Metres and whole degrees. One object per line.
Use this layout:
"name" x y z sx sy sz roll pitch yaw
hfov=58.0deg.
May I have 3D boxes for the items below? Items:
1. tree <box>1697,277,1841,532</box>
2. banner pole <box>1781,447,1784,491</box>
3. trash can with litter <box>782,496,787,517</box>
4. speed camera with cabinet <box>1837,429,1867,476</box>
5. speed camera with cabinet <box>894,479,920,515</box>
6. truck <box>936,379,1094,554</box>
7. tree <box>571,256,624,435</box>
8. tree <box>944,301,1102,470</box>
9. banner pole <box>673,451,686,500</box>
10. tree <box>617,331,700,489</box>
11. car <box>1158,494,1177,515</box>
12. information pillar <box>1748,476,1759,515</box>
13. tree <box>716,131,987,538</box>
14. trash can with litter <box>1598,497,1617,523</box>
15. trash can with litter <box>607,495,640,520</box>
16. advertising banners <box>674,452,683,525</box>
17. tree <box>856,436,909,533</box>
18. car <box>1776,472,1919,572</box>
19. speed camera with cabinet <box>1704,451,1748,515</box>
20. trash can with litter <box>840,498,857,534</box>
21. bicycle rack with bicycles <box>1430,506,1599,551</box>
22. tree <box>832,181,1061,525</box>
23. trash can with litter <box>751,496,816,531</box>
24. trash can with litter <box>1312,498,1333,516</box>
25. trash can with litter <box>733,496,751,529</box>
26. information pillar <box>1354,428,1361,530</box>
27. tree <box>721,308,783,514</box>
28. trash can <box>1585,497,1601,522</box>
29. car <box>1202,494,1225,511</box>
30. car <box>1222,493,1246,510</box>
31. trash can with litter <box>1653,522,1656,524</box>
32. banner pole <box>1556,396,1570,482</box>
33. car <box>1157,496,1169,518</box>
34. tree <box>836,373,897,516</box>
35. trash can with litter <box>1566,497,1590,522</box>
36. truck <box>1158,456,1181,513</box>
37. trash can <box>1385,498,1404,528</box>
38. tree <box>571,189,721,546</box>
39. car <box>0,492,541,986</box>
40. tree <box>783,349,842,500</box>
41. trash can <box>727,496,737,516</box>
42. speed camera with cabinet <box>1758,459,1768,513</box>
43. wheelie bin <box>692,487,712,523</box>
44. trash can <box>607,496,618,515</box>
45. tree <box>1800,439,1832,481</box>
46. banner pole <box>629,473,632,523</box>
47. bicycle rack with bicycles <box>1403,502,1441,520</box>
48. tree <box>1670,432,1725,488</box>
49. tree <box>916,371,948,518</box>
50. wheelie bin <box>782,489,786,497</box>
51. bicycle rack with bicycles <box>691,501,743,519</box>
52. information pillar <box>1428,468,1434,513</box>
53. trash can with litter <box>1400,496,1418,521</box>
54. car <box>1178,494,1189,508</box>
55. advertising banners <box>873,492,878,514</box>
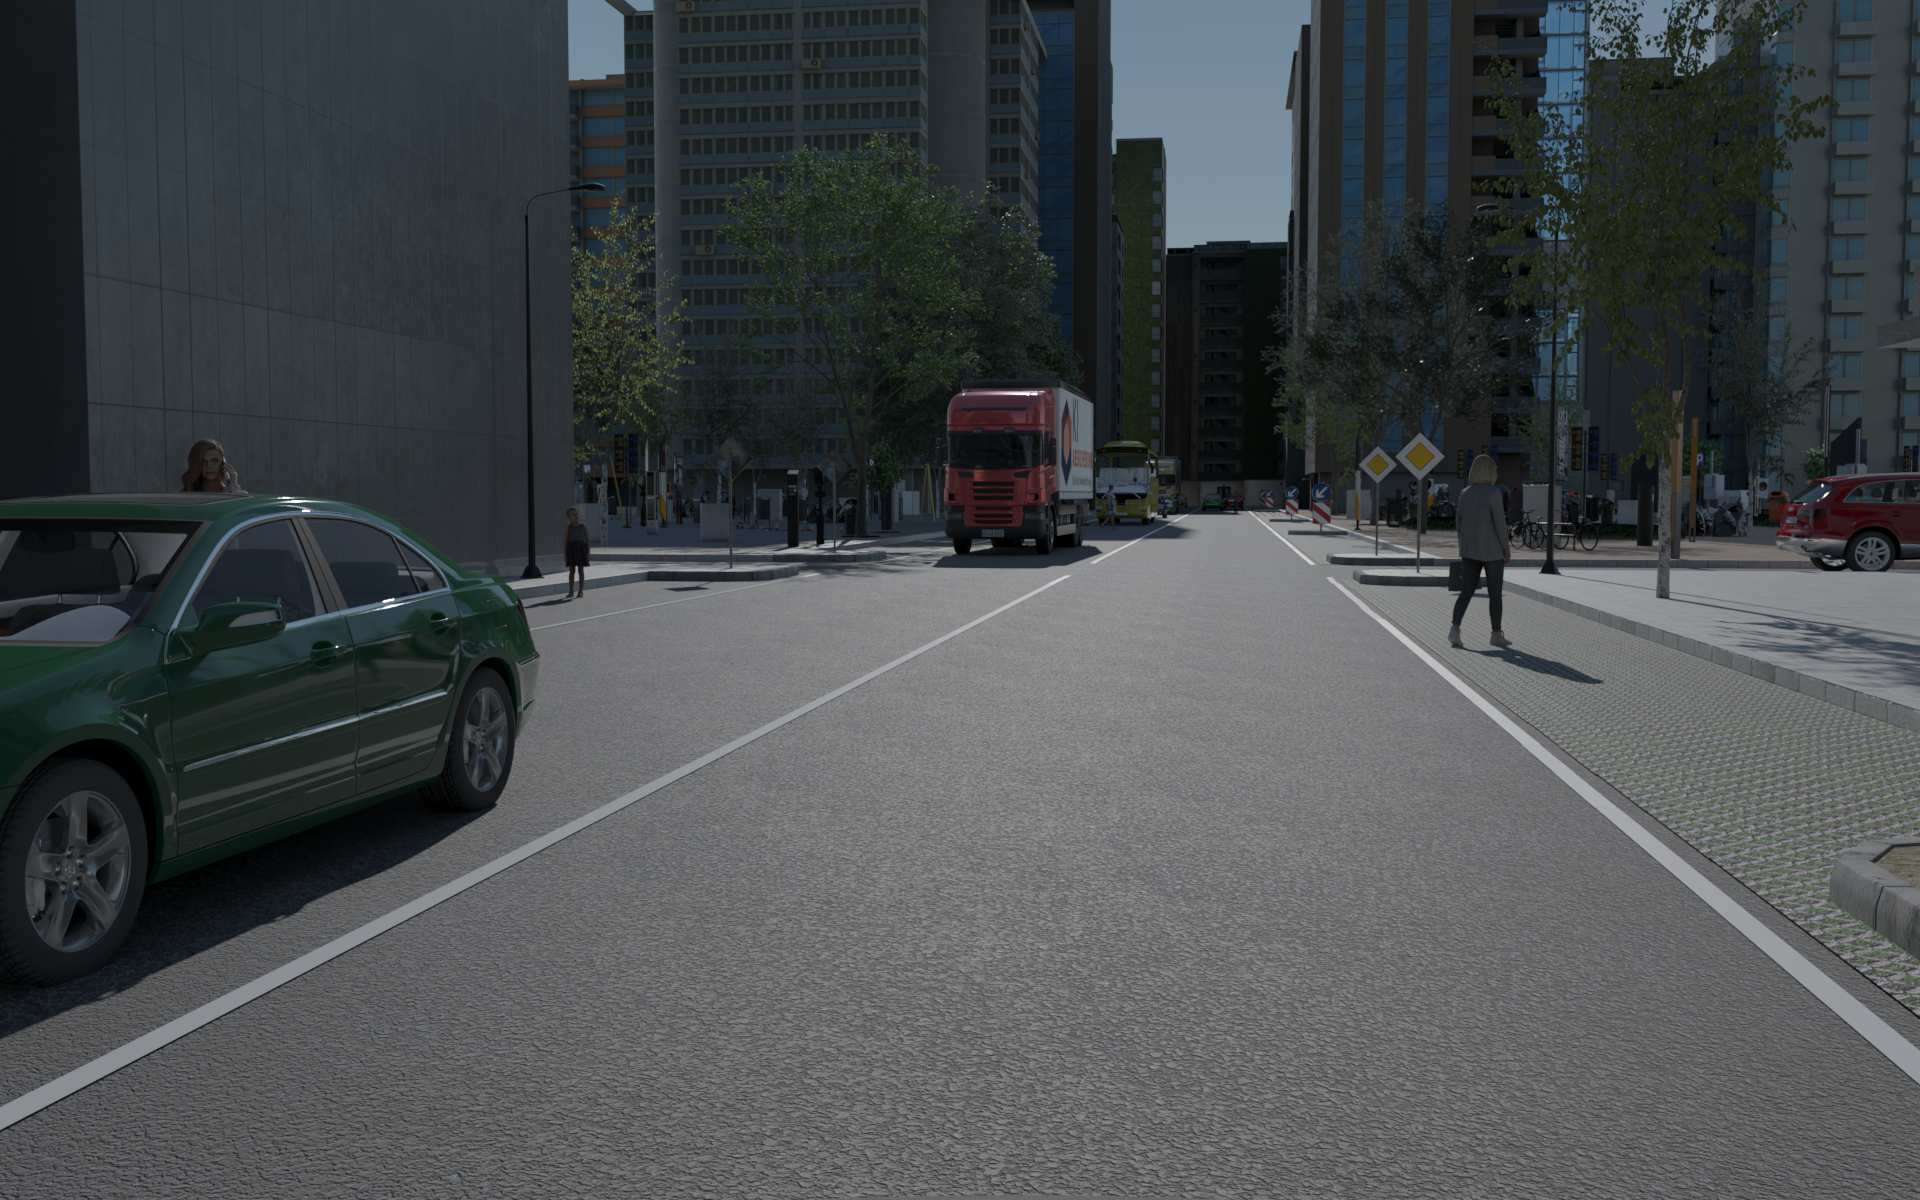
"tree" 27.132 -6.630 58.766 4.360 8.622 3.978 0 3 0
"banner pole" 44.051 -6.292 92.883 0.401 3.779 0.863 1 4 23
"trash can with litter" -9.619 -5.279 97.698 1.055 1.170 0.624 1 4 11
"speed camera with cabinet" 27.918 -3.607 53.305 2.038 3.252 0.660 -2 4 -24
"speed camera with cabinet" -3.306 -6.798 105.480 0.660 3.252 2.038 -3 5 -41
"truck" 1.643 -3.408 44.627 2.839 4.237 11.283 1 4 10
"tree" -14.483 -7.483 56.756 7.601 10.594 8.767 0 4 6
"tree" 3.787 -11.210 100.295 9.611 12.733 9.660 0 3 0
"banner pole" -16.218 -6.795 101.120 0.401 3.779 0.863 3 5 39
"tree" -13.960 -7.846 78.651 4.737 8.622 4.395 0 3 0
"car" 13.987 -6.611 119.888 2.131 1.459 4.920 1 4 10
"information pillar" 32.720 -4.094 71.435 0.304 2.012 0.304 3 5 45
"tree" -3.033 -7.664 51.059 9.928 11.665 9.643 0 3 0
"trash can with litter" 27.572 -3.783 73.236 1.055 1.170 0.624 0 4 -5
"trash can with litter" -17.237 -4.653 87.128 2.233 1.210 1.678 1 4 14
"advertising banners" -11.897 -4.704 73.095 0.090 3.025 2.074 0 4 0
"tree" -2.628 -3.828 57.188 1.663 3.219 1.824 0 3 0
"car" 17.579 -1.371 31.086 5.304 1.827 2.281 0 4 7
"speed camera with cabinet" 34.700 -5.142 78.403 0.660 3.252 2.038 -2 4 -25
"trash can with litter" -3.542 -2.667 54.988 0.624 1.170 1.055 -2 4 -25
"bicycle rack with bicycles" 12.920 -1.628 39.994 2.852 0.926 2.925 -1 4 -13
"tree" -0.509 -10.067 71.252 9.857 13.997 8.962 0 3 0
"trash can with litter" -5.975 -3.023 60.481 2.233 1.210 1.678 0 4 2
"trash can with litter" 20.262 -5.226 96.831 1.055 1.170 0.624 0 4 -7
"trash can with litter" -7.590 -3.236 63.967 2.233 1.210 1.678 1 4 16
"information pillar" 14.148 -4.295 61.581 0.183 3.616 0.504 1 4 22
"tree" -9.650 -7.285 69.466 4.360 8.622 3.978 0 3 0
"trash can" 29.345 -4.202 80.363 0.748 1.137 0.748 0 3 0
"car" 21.731 -8.551 148.600 1.959 1.807 4.718 1 4 10
"car" 24.890 -9.083 157.547 2.155 1.783 4.494 1 4 9
"trash can with litter" 26.770 -3.414 66.874 1.678 1.210 2.233 2 4 34
"banner pole" 14.989 -3.266 43.410 0.401 3.779 0.863 -1 4 -16
"car" 11.654 -5.637 104.744 1.945 1.354 3.894 0 4 8
"tree" -5.306 -9.137 99.754 4.737 8.622 4.395 0 3 0
"trash can with litter" 25.426 -3.652 71.104 1.055 1.170 0.624 2 4 26
"truck" 15.257 -8.671 130.681 2.839 4.237 11.283 1 4 9
"trash can" 16.712 -3.362 66.614 0.748 1.137 0.748 0 3 0
"tree" -8.733 -5.651 42.759 4.360 8.622 3.978 0 3 0
"car" -3.251 0.314 6.670 2.131 1.459 4.920 1 4 9
"tree" -8.091 -8.371 87.226 4.360 8.622 3.978 0 3 0
"trash can" -13.607 -5.562 102.599 0.748 1.137 0.748 0 3 0
"speed camera with cabinet" 44.979 -6.384 98.713 2.038 3.252 0.660 -1 4 -10
"wheelie bin" -11.365 -4.187 76.367 0.980 1.594 0.693 3 5 44
"trash can" -21.517 -5.835 107.049 0.748 1.137 0.748 0 3 0
"tree" 51.813 -7.304 103.128 4.285 4.588 4.351 0 3 0
"banner pole" -14.415 -5.248 75.819 0.401 3.779 0.863 0 4 -4
"bicycle rack with bicycles" 22.489 -4.301 83.704 2.852 0.926 2.925 0 4 1
"tree" 37.534 -6.436 88.946 4.285 4.588 4.351 0 3 0
"tree" -1.077 -8.702 92.641 4.360 8.622 3.978 0 3 0
"wheelie bin" -11.175 -6.044 106.726 0.980 1.594 0.693 1 4 11
"bicycle rack with bicycles" -12.334 -4.669 89.721 2.925 0.926 2.852 -3 5 -41
"information pillar" 25.284 -6.244 93.446 0.504 3.616 0.183 0 4 1
"trash can with litter" 18.670 -3.708 72.008 1.055 1.170 0.624 1 4 13
"car" 23.477 -10.720 185.496 2.015 1.641 3.980 1 4 9
"advertising banners" -4.883 -7.120 112.606 2.074 3.025 0.090 3 5 41
